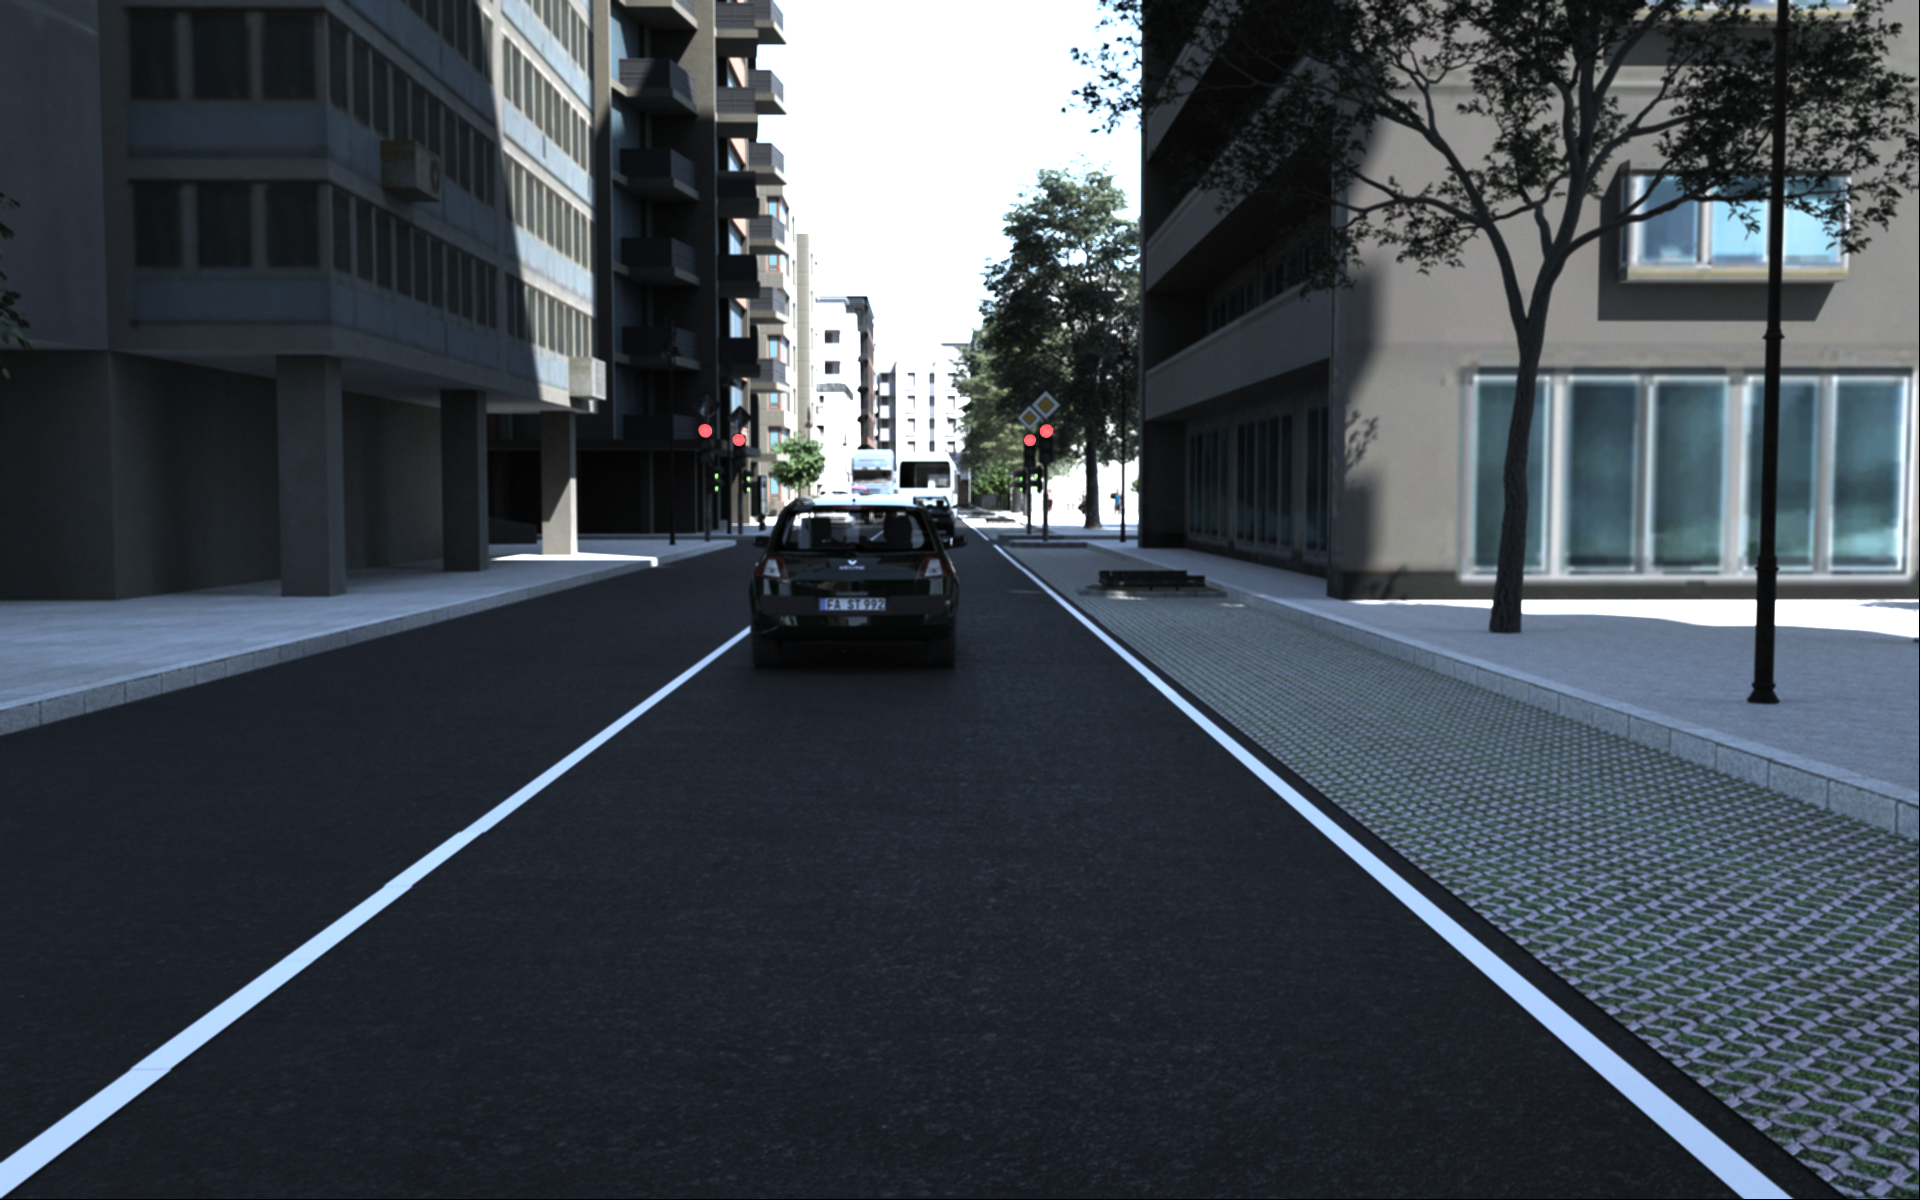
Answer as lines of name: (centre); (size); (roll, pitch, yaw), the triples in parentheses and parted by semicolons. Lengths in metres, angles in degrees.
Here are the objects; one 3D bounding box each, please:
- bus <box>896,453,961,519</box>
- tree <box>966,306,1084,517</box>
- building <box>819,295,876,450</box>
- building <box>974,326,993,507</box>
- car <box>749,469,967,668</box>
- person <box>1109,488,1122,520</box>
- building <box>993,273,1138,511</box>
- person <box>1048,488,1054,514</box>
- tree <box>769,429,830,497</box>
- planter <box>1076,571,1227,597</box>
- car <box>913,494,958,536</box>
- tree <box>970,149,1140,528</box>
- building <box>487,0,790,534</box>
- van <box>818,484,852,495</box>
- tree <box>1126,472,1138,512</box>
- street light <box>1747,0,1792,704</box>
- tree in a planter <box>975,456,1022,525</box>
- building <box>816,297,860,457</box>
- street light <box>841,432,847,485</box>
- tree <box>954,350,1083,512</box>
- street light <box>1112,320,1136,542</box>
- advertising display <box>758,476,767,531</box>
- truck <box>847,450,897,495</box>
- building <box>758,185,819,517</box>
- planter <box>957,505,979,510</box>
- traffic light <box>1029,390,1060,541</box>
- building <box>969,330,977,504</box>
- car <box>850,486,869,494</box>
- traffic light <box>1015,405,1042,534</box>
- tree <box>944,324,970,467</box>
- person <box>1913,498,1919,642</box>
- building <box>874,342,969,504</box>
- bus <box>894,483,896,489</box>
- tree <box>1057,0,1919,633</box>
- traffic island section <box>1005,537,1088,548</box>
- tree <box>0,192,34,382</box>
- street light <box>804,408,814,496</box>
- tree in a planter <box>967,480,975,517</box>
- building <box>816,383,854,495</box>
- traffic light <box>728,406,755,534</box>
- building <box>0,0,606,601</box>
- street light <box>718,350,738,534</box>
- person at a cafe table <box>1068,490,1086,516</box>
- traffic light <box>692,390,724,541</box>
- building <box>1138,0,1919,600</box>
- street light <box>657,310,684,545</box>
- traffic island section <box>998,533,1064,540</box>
bus: (-1.486, -5.449, 83.944); (2.948, 3.499, 13.247); (0, 4, 1)
tree: (3.956, -10.984, 97.719); (7.486, 12.596, 7.792); (0, 3, 0)
building: (-25.986, -21.281, 191.923); (32.646, 21.610, 27.936); (0, 4, -1)
building: (10.269, -19.822, 190.539); (16.747, 18.905, 31.486); (0, 4, -1)
car: (-0.921, -0.363, 15.720); (2.009, 1.686, 4.222); (0, 4, -2)
person: (7.727, -4.762, 85.768); (0.647, 1.594, 0.662); (0, 4, 3)
building: (11.999, -17.176, 147.279); (16.747, 18.905, 31.486); (0, 4, -1)
person: (5.842, -6.376, 111.751); (0.517, 1.644, 0.566); (1, 4, 21)
tree: (-8.208, -6.340, 87.367); (4.285, 4.588, 4.351); (0, 3, 0)
planter: (2.689, -0.227, 24.849); (1.991, 0.319, 1.994); (0, 4, -1)
car: (-1.074, -3.133, 61.016); (2.009, 1.686, 4.222); (0, 4, -2)
tree: (5.007, -9.651, 64.455); (9.857, 13.997, 8.962); (0, 3, 0)
building: (-18.433, -25.258, 67.589); (22.147, 44.769, 28.867); (0, 4, -1)
van: (-5.342, -4.094, 73.942); (2.013, 2.044, 4.112); (0, 4, -2)
tree: (13.189, -8.078, 126.672); (1.663, 3.219, 1.824); (0, 3, 0)
street light: (4.951, -2.306, 10.496); (0.468, 5.910, 1.993); (0, 4, -1)
tree in a planter: (1.841, -5.081, 80.297); (1.991, 3.239, 1.994); (0, 4, -1)
building: (-17.466, -18.821, 164.143); (16.016, 20.091, 11.380); (0, 4, -1)
street light: (-8.496, -9.446, 127.226); (0.468, 5.910, 1.993); (0, 4, -1)
tree: (4.183, -12.776, 125.894); (9.611, 12.733, 9.660); (0, 3, 0)
street light: (4.366, -4.493, 46.255); (0.468, 5.910, 1.993); (0, 4, -1)
advertising display: (-6.919, -3.388, 60.612); (0.123, 1.923, 0.974); (0, 4, 5)
truck: (-5.185, -7.442, 111.442); (2.967, 4.110, 18.799); (0, 4, 0)
building: (-23.666, -16.145, 109.016); (27.650, 21.520, 28.899); (0, 4, -1)
planter: (0.687, -8.317, 157.117); (1.991, 0.319, 1.994); (0, 4, -1)
traffic light: (2.309, -3.556, 47.062); (0.839, 4.253, 0.868); (0, 4, -1)
building: (17.752, -23.427, 227.013); (32.646, 21.610, 27.936); (0, 4, -1)
car: (-5.177, -4.505, 82.326); (2.281, 1.827, 5.304); (0, 4, -1)
traffic light: (2.188, -4.044, 55.046); (0.839, 4.253, 0.868); (0, 4, -1)
tree: (3.811, -12.697, 114.249); (9.857, 13.997, 8.962); (0, 3, 0)
person: (8.515, -0.491, 14.786); (0.376, 1.734, 0.841); (-2, 4, -24)
building: (-4.637, -22.328, 221.481); (11.380, 20.091, 16.016); (0, 4, -1)
bus: (-6.206, -10.507, 166.643); (2.948, 3.499, 13.247); (0, 4, -2)
tree: (5.011, -4.956, 15.439); (8.767, 10.594, 7.601); (0, 4, 6)
traffic island section: (2.349, -1.523, 47.177); (2.009, 0.180, 2.903); (0, 4, -1)
tree: (-7.844, -1.666, 10.953); (4.285, 4.588, 4.351); (0, 3, 0)
street light: (-7.962, -7.259, 91.467); (0.468, 5.910, 1.993); (0, 4, -1)
tree in a planter: (1.437, -6.733, 107.311); (1.991, 3.239, 1.994); (0, 4, -1)
building: (-13.380, -12.377, 144.506); (9.099, 9.664, 28.070); (0, 4, -1)
traffic light: (-6.952, -4.035, 54.892); (0.839, 4.253, 0.868); (0, 4, -1)
building: (-19.200, -20.648, 29.479); (23.993, 40.220, 32.217); (0, 4, -1)
street light: (-7.446, -5.072, 55.707); (0.468, 5.910, 1.993); (0, 4, -1)
person at a cafe table: (7.072, -5.665, 101.130); (1.698, 1.524, 1.622); (2, 4, 27)
traffic light: (-6.831, -3.547, 46.908); (0.839, 4.253, 0.868); (0, 4, -1)
building: (15.105, -24.853, 30.042); (21.300, 48.544, 21.600); (0, 4, -1)
street light: (-7.267, -4.330, 43.585); (0.468, 5.910, 1.993); (0, 4, -1)
traffic island section: (2.228, -2.011, 55.161); (2.009, 0.180, 2.903); (0, 4, -1)
